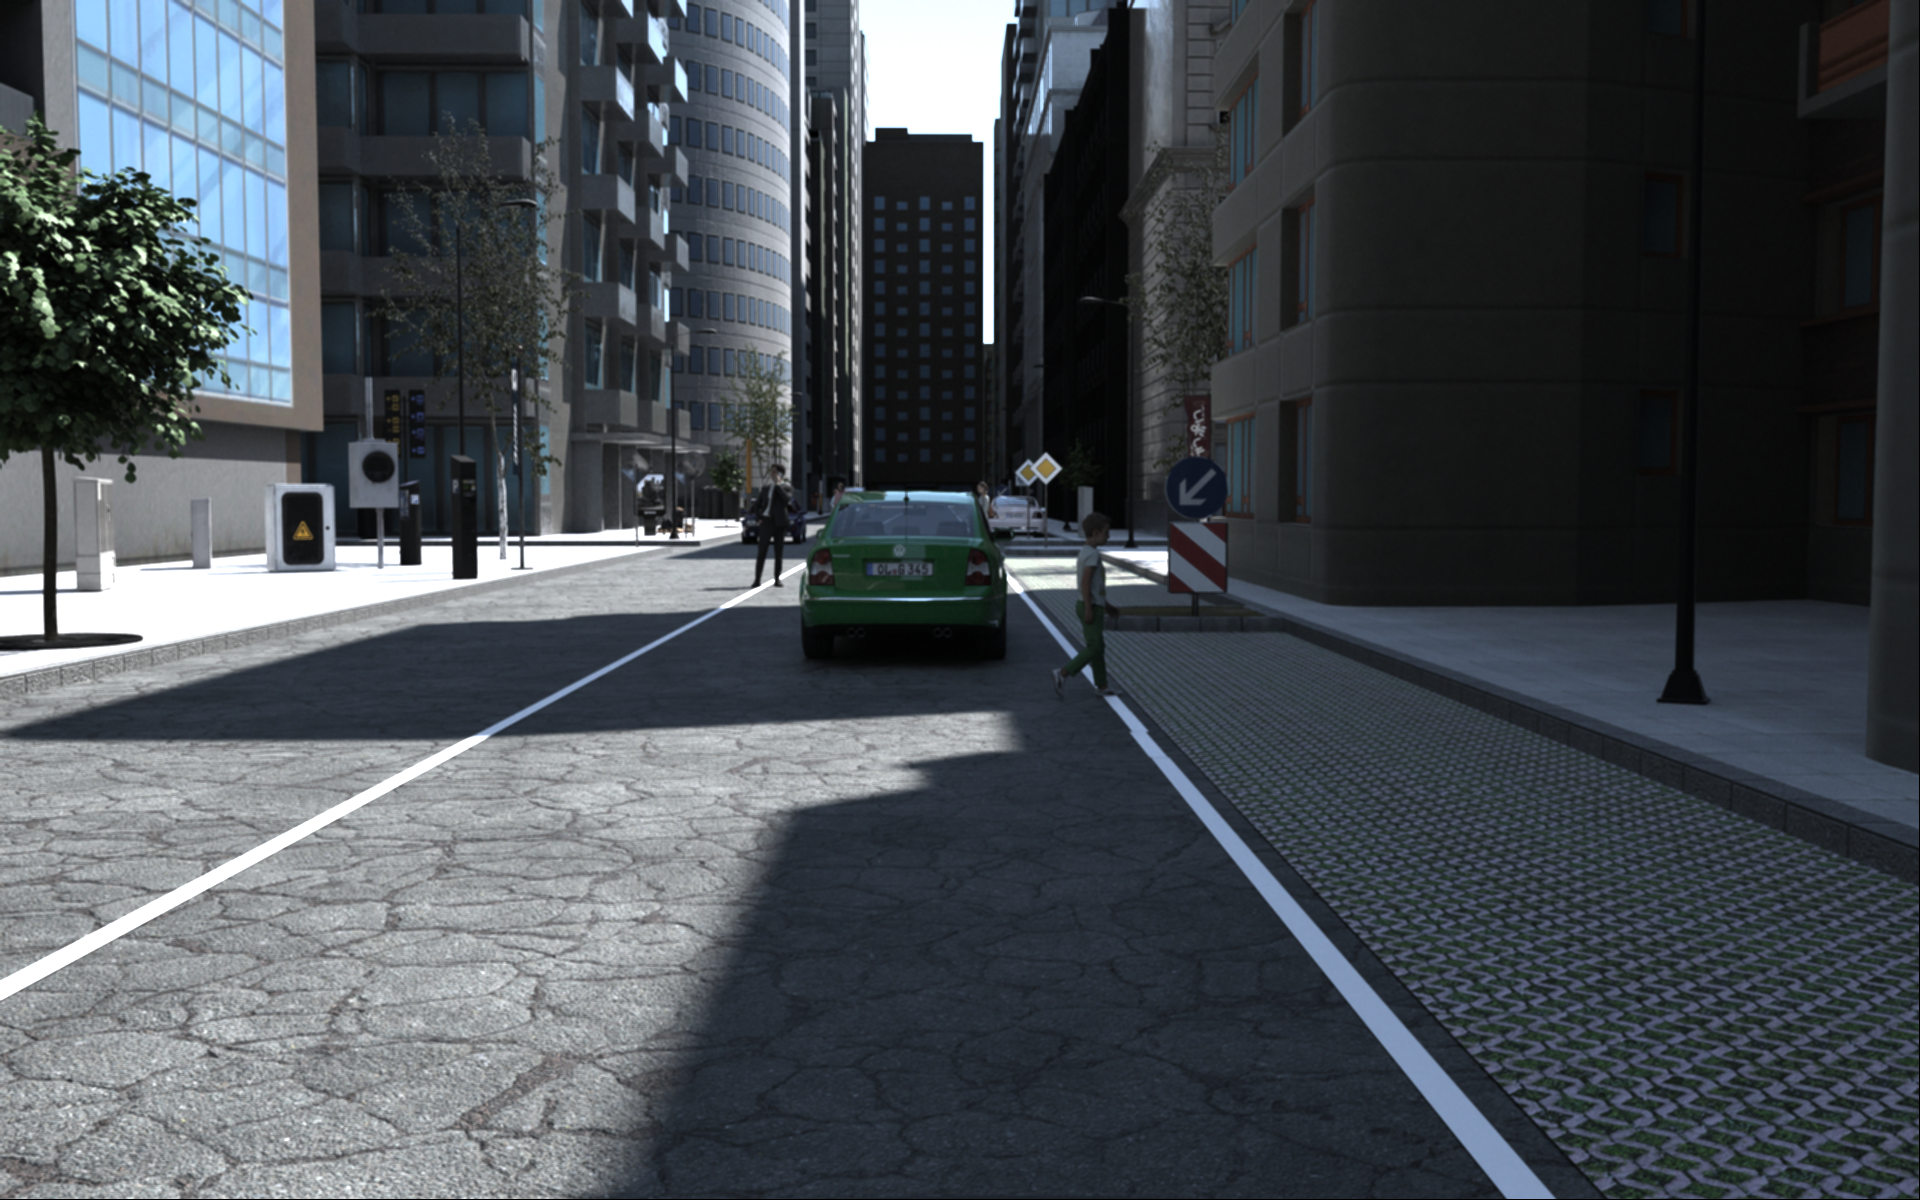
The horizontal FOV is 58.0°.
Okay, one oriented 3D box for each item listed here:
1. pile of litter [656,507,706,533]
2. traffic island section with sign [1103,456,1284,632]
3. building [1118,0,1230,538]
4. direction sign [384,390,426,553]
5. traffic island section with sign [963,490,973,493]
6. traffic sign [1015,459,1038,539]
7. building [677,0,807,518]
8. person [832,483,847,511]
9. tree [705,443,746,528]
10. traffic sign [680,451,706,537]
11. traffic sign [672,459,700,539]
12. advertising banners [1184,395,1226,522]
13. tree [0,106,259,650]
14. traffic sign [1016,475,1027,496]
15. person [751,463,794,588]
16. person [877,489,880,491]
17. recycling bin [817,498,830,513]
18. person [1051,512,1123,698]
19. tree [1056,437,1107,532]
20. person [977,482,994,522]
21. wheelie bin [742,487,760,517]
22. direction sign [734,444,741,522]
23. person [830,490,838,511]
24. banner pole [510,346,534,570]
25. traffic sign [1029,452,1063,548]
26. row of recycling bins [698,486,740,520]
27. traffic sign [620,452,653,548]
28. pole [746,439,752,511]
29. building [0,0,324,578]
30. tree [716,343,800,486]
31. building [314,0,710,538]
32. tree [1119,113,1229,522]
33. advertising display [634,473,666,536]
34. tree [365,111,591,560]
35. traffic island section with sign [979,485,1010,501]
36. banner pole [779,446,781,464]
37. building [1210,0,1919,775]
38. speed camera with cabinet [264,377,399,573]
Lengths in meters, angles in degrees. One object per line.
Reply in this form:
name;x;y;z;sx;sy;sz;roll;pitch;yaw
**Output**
pile of litter;-9.254;-2.648;57.264;1.719;0.858;1.176;0;4;-3
traffic island section with sign;2.349;-0.621;18.789;1.989;1.847;2.006;0;4;-1
building;18.070;-15.780;55.272;25.104;27.353;12.463;0;4;-1
direction sign;-12.042;-2.793;37.665;0.876;3.537;0.379;0;4;2
traffic island section with sign;1.322;-5.667;101.283;1.989;1.847;2.006;0;4;-1
traffic sign;1.939;-2.780;49.093;0.795;2.450;0.064;0;4;-1
building;-20.754;-34.274;102.373;21.231;58.520;28.212;0;4;-1
person;-4.287;-3.265;61.888;0.555;1.821;0.388;0;4;4
tree;-8.808;-4.381;66.228;1.663;3.219;1.824;0;3;0
traffic sign;-7.889;-3.123;51.167;0.768;2.556;0.104;0;4;6
traffic sign;-7.754;-2.774;48.994;0.795;2.450;0.064;0;4;-1
advertising banners;4.849;-2.085;30.278;2.074;3.025;0.090;2;4;32
tree;-7.784;-1.896;14.717;4.285;4.588;4.351;0;3;0
traffic sign;3.220;-5.442;91.114;0.606;2.300;0.079;0;4;4
person;-2.884;-1.152;26.703;0.648;1.900;0.474;0;4;1
person;-6.083;-7.373;129.146;1.348;1.812;0.705;0;4;1
recycling bin;-9.263;-6.430;117.682;0.722;1.027;0.722;1;4;17
person;0.890;0.037;12.151;0.590;1.304;0.306;-2;4;-25
tree;3.918;-3.926;58.788;1.663;3.219;1.824;0;3;0
person;0.500;-1.778;38.571;0.522;1.701;0.512;-1;4;-21
wheelie bin;-9.775;-4.484;81.229;0.980;1.594;0.693;-2;4;-30
direction sign;-10.134;-5.321;78.989;0.379;3.537;0.876;0;4;-7
person;-4.717;-3.386;65.672;0.330;1.601;0.589;1;4;23
banner pole;-7.434;-2.391;29.109;0.401;3.779;0.863;0;4;-3
traffic sign;2.038;-2.292;41.108;0.795;2.450;0.064;0;4;-1
row of recycling bins;-12.209;-4.916;87.487;1.069;1.692;3.534;-2;4;-35
traffic sign;-7.656;-2.285;41.009;0.795;2.450;0.064;0;4;-1
pole;-7.795;-4.290;63.987;0.158;3.312;0.155;0;3;0
building;-21.462;-23.304;31.127;14.200;45.320;14.600;0;4;-1
tree;-9.569;-8.144;83.515;4.737;8.622;4.395;0;3;0
building;-22.328;-27.135;63.272;23.786;49.044;30.456;0;4;-1
tree;5.017;-5.148;34.526;4.360;8.622;3.978;0;3;0
advertising display;-9.543;-2.941;53.302;0.974;1.923;0.123;0;4;1
tree;-8.997;-5.078;33.395;4.360;8.622;3.978;0;3;0
traffic island section with sign;1.673;-4.006;74.133;1.989;1.847;2.006;0;4;-1
banner pole;-9.190;-6.030;88.605;0.401;3.779;0.863;-1;4;-10
building;18.133;-10.318;13.736;27.650;21.520;28.899;0;4;-1
speed camera with cabinet;-10.461;-2.111;28.851;2.038;3.252;0.660;-3;4;-36
